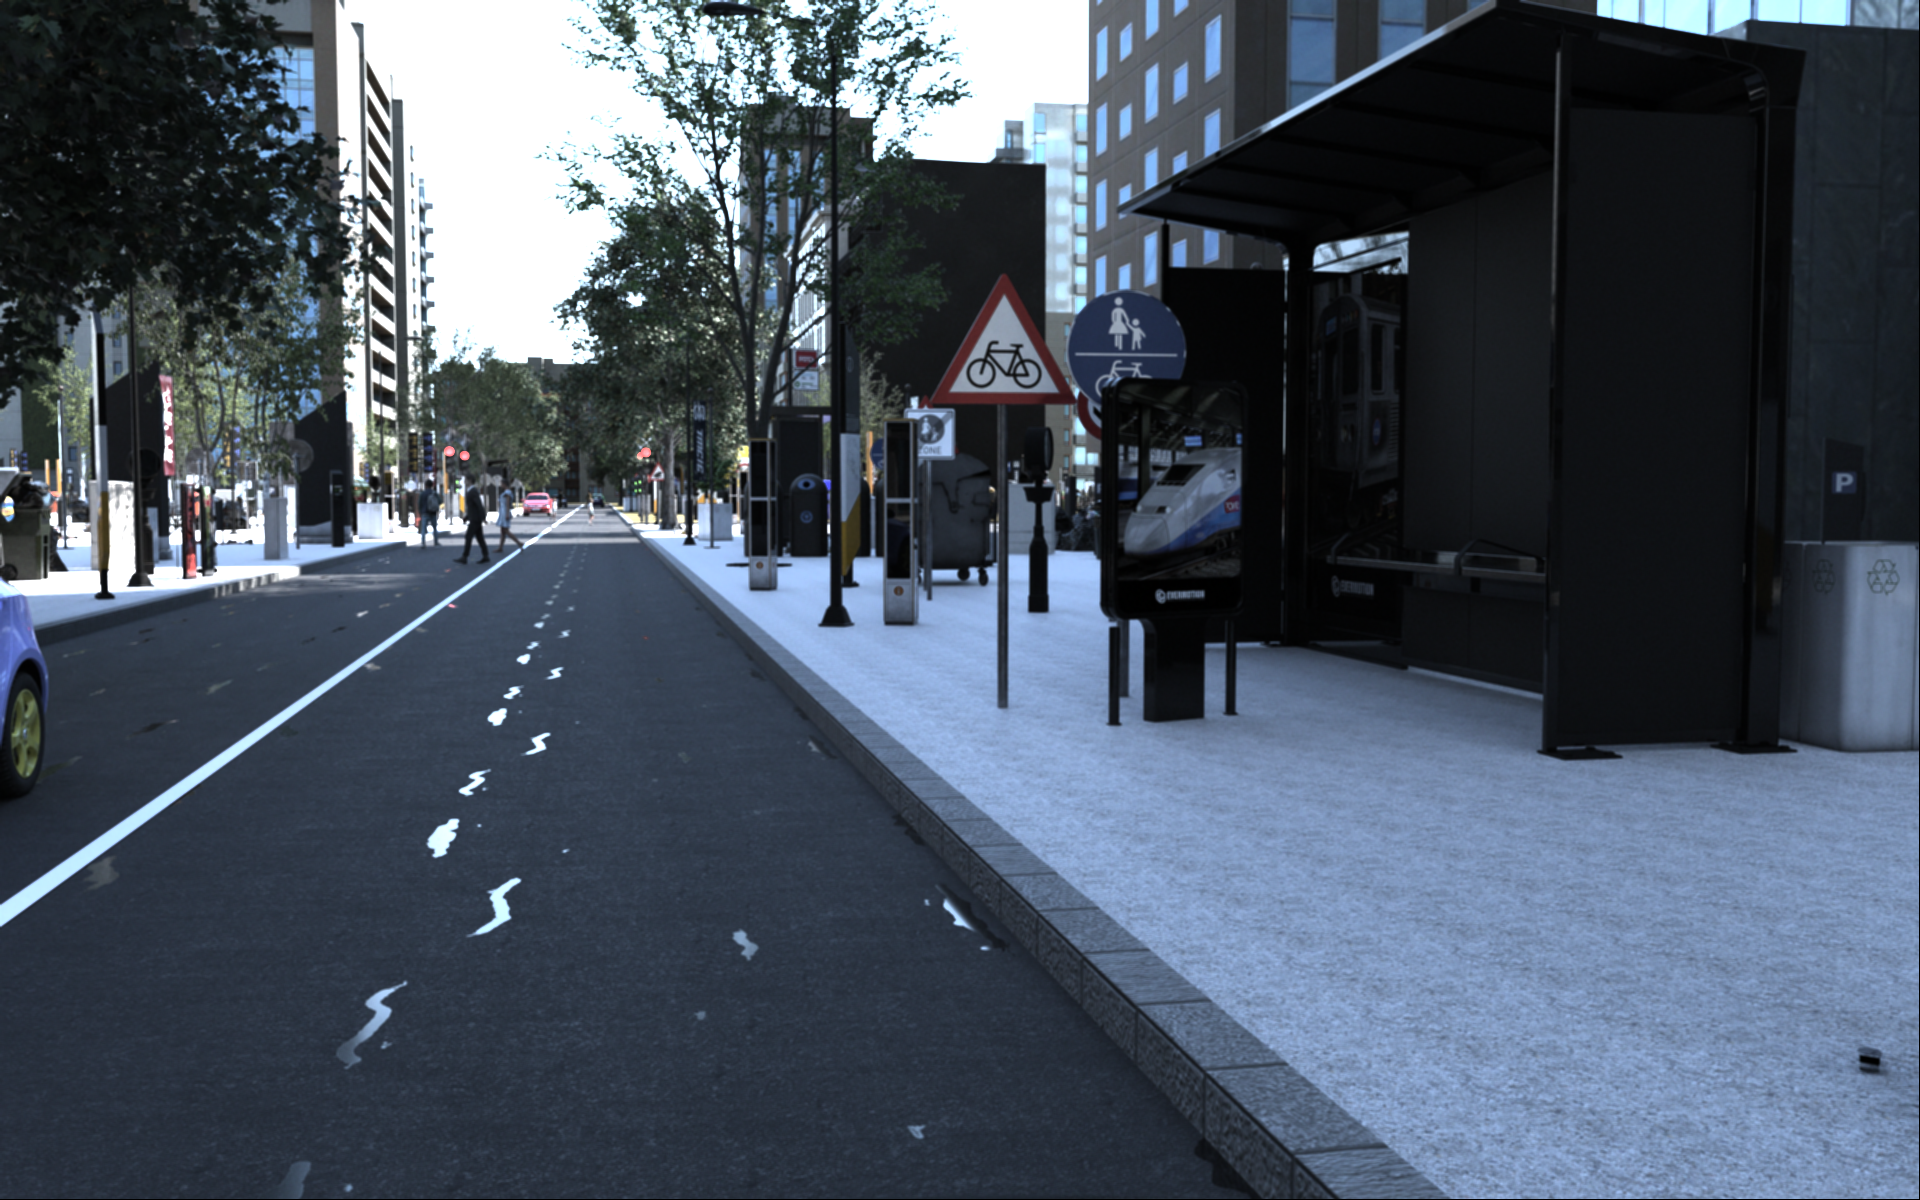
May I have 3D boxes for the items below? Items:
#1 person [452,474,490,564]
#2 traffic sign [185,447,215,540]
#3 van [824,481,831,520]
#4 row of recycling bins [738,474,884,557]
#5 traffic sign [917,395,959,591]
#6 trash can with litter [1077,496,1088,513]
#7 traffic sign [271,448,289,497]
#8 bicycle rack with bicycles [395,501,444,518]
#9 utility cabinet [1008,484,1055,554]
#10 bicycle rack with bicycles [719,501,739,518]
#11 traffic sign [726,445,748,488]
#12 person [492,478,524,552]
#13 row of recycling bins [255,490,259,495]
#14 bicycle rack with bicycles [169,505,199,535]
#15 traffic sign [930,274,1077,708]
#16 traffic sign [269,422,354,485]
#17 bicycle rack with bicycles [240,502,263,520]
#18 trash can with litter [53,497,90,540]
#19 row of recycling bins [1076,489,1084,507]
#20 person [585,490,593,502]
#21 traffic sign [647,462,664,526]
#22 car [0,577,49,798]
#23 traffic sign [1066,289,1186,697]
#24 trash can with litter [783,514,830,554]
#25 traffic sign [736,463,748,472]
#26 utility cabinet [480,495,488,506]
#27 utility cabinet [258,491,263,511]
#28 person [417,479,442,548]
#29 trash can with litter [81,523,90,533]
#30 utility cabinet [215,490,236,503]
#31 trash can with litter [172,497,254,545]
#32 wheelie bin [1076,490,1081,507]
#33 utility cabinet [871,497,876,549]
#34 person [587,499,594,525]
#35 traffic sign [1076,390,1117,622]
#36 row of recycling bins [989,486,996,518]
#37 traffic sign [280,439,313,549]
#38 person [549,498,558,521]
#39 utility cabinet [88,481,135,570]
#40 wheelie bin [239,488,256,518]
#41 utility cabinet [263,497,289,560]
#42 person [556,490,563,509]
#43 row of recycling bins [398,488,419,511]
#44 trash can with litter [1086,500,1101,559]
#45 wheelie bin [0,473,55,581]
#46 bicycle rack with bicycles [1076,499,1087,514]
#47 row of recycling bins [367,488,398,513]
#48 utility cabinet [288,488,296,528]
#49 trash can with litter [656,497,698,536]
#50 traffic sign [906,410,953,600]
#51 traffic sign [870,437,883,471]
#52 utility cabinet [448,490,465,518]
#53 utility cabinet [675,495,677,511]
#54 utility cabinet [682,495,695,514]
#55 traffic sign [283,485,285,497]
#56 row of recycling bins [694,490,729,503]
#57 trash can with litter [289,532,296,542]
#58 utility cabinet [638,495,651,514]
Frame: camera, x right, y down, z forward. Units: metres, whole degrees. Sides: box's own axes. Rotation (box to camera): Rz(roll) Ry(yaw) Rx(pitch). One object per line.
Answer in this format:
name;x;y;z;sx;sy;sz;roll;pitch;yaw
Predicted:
person;-10.074;-1.675;35.671;0.755;1.850;0.659;-1;4;-12
traffic sign;-20.660;-2.874;47.094;0.768;2.556;0.104;0;4;-5
van;-6.277;-4.426;76.753;5.245;2.365;2.240;-1;4;-13
row of recycling bins;-2.702;-1.740;35.564;3.534;1.692;1.069;0;4;3
traffic sign;-0.454;-1.400;22.891;0.884;2.594;0.081;0;4;-6
trash can with litter;7.750;-6.097;110.750;1.678;1.210;2.233;2;4;30
traffic sign;-18.652;-2.904;47.585;0.768;2.556;0.104;0;4;-5
bicycle rack with bicycles;-29.777;-4.984;94.875;2.925;0.926;2.852;3;5;42
utility cabinet;1.427;-1.730;36.957;1.173;1.500;0.318;1;4;14
bicycle rack with bicycles;-12.313;-4.936;94.090;2.925;0.926;2.852;-2;4;-34
traffic sign;-8.827;-4.777;71.974;2.265;3.308;0.079;-1;4;-10
person;-11.080;-2.070;42.437;0.778;1.811;0.616;0;4;-2
row of recycling bins;-54.312;-7.938;136.894;3.534;1.692;1.069;-3;4;-36
bicycle rack with bicycles;-25.187;-2.531;54.762;2.925;0.926;2.852;1;4;23
traffic sign;0.256;-0.631;10.328;0.884;2.594;0.081;-1;4;-10
traffic sign;-18.229;-3.355;48.721;2.265;3.308;0.079;0;4;-7
bicycle rack with bicycles;-34.951;-4.314;83.909;2.852;0.926;2.925;-3;5;-45
trash can with litter;-25.468;-2.306;48.762;1.678;1.210;2.233;-1;4;-18
row of recycling bins;9.854;-8.221;141.520;1.069;1.692;3.534;3;4;37
person;-37.233;-10.113;173.947;0.705;1.812;1.348;1;4;22
traffic sign;-12.090;-4.251;69.503;0.884;2.594;0.081;0;4;-4
car;-4.986;0.171;6.799;1.945;1.707;3.694;-1;4;-12
traffic sign;1.031;-0.660;10.901;0.768;2.556;0.104;0;4;-8
trash can with litter;-3.401;-1.645;37.947;1.678;1.210;2.233;2;4;34
traffic sign;-8.754;-4.309;70.556;0.768;2.556;0.104;0;4;-4
utility cabinet;-31.312;-6.185;112.284;1.020;1.237;0.306;0;4;4
utility cabinet;-52.559;-7.475;130.892;1.173;1.500;0.318;0;4;2
person;-14.006;-2.269;45.577;0.794;1.824;0.713;1;4;12
trash can with litter;-28.617;-2.823;57.542;0.624;1.170;1.055;1;4;21
utility cabinet;-40.868;-5.358;96.286;1.173;1.500;0.318;-3;5;-40
trash can with litter;-18.719;-2.021;44.106;2.233;1.210;1.678;1;4;11
wheelie bin;8.357;-7.233;126.171;0.980;1.594;0.693;1;4;19
utility cabinet;-1.835;-1.806;40.692;1.020;1.237;0.306;0;4;6
person;-17.240;-4.100;80.547;0.382;1.210;0.505;-2;4;-35
traffic sign;1.536;-1.054;17.341;0.768;2.556;0.104;0;4;-4
row of recycling bins;2.775;-5.004;88.928;3.534;1.692;1.069;0;4;3
traffic sign;-15.409;-2.455;40.239;0.768;2.556;0.104;0;4;-5
person;-21.808;-4.860;92.975;0.382;1.210;0.505;1;4;17
utility cabinet;-14.257;-1.260;29.272;0.318;1.500;1.173;0;3;0
wheelie bin;-38.811;-5.294;94.467;0.980;1.594;0.693;-1;4;-23
utility cabinet;-13.502;-1.407;34.166;0.306;1.237;1.020;-1;4;-12
person;-38.110;-9.593;164.980;0.705;1.869;1.348;-3;5;-43
row of recycling bins;-38.850;-6.934;120.481;3.534;1.692;1.069;1;4;14
trash can with litter;2.967;-1.392;34.141;0.624;1.170;1.055;2;4;29
wheelie bin;-13.937;-1.097;25.848;0.693;1.594;0.980;-1;4;-13
bicycle rack with bicycles;9.407;-6.675;122.524;2.925;0.926;2.852;2;4;33
row of recycling bins;-37.783;-6.293;109.996;3.534;1.692;1.069;0;4;3
utility cabinet;-24.592;-3.402;64.300;0.318;1.500;1.173;-3;4;-38
trash can with litter;-8.359;-2.608;53.701;1.678;1.210;2.233;-2;4;-31
traffic sign;-0.368;-1.145;20.848;0.606;2.300;0.079;-1;4;-9
traffic sign;-1.616;-2.351;38.551;0.768;2.556;0.104;0;4;-3
utility cabinet;-27.012;-5.174;93.278;1.173;1.500;0.318;0;4;0
utility cabinet;-16.542;-5.407;99.566;0.306;1.237;1.020;0;4;2
utility cabinet;-16.949;-5.972;108.800;1.020;1.237;0.306;1;4;10
traffic sign;-22.026;-3.320;56.407;0.606;2.300;0.079;0;4;-3
row of recycling bins;-16.692;-6.750;117.477;3.534;1.692;1.069;-1;4;-14
trash can with litter;-17.373;-2.132;46.250;1.055;1.170;0.624;0;4;-5
utility cabinet;-20.406;-6.167;111.988;0.306;1.237;1.020;-3;5;-42
